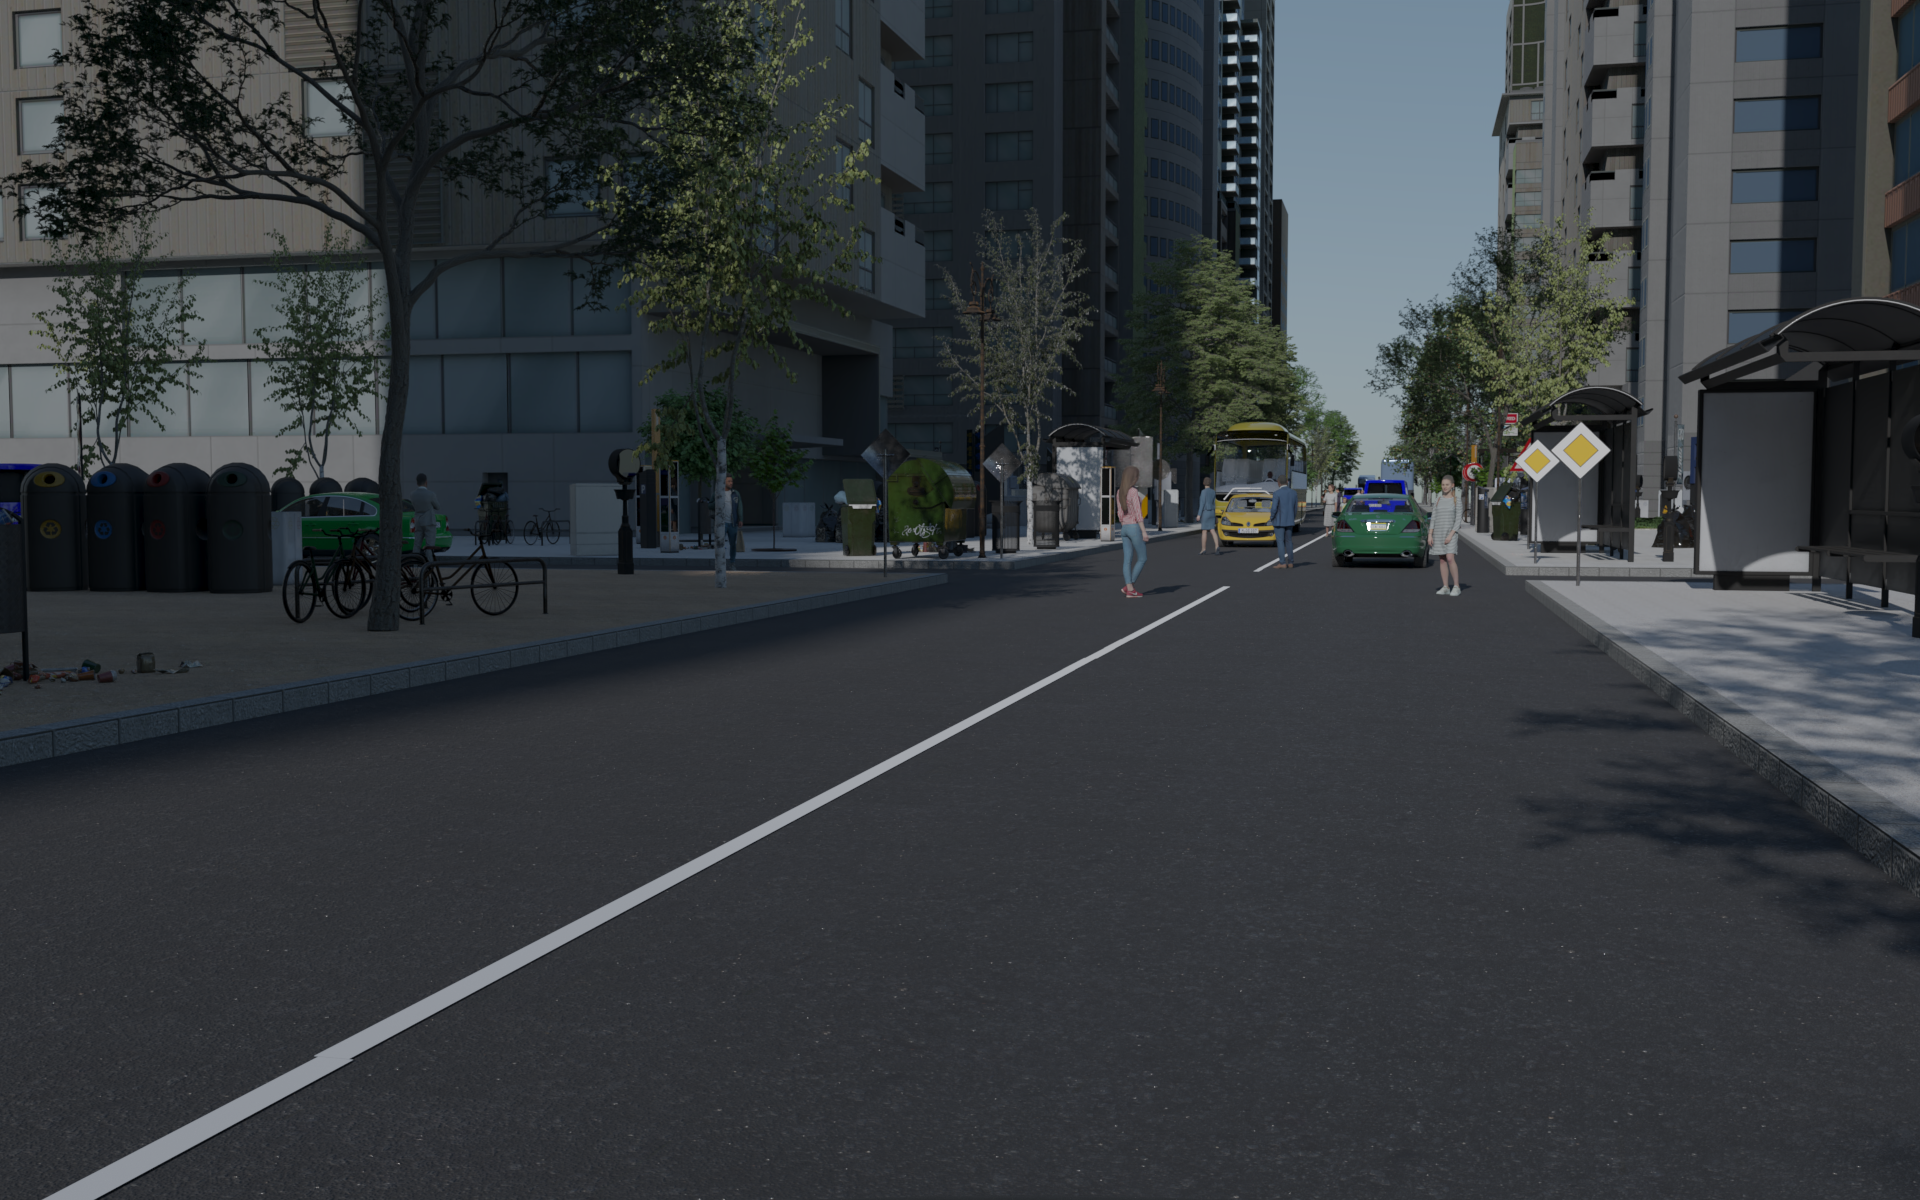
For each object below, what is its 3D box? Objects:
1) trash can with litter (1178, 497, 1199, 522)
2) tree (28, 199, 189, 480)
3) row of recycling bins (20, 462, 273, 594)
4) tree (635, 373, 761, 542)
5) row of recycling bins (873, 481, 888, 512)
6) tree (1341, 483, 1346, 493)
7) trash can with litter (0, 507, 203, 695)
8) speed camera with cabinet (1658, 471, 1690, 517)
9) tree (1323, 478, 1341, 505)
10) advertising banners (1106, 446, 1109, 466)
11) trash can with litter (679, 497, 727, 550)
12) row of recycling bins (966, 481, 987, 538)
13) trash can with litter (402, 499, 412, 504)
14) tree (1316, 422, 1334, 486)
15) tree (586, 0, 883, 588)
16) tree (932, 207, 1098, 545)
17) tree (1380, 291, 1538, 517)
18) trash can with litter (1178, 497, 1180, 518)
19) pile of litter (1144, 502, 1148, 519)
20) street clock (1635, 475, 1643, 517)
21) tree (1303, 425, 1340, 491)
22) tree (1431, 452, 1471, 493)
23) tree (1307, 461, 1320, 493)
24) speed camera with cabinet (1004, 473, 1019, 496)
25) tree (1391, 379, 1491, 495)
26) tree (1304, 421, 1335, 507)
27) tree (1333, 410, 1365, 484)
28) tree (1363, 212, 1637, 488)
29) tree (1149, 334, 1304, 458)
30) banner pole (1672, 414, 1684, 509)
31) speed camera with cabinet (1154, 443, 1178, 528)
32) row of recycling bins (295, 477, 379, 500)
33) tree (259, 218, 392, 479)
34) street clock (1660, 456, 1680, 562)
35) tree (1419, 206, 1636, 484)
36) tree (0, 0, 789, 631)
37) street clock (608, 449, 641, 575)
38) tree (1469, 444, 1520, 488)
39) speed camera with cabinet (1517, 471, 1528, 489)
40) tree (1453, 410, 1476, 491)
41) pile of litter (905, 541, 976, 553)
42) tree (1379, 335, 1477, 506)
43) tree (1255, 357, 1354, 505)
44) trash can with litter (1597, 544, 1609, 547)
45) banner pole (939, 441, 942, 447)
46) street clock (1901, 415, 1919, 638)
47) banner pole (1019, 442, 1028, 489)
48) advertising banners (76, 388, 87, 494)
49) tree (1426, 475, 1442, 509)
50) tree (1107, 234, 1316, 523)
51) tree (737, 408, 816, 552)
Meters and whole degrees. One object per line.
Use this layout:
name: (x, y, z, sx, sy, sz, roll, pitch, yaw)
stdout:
trash can with litter: (10.517, -4.194, 79.626, 1.678, 1.210, 2.233, 0, 4, 6)
tree: (-20.676, -5.627, 42.357, 4.737, 8.622, 4.395, 0, 3, 0)
row of recycling bins: (-10.755, -0.967, 22.923, 3.534, 1.692, 1.069, 1, 4, 10)
tree: (-7.053, -3.862, 46.864, 4.285, 4.588, 4.351, 0, 3, 0)
row of recycling bins: (-2.322, -2.840, 53.551, 1.069, 1.692, 3.534, -3, 5, -40)
tree: (55.274, -15.747, 252.067, 1.663, 3.219, 1.824, 0, 3, 0)
trash can with litter: (-6.227, -0.050, 11.870, 1.678, 1.210, 2.233, 3, 5, 41)
speed camera with cabinet: (27.778, -4.421, 66.620, 0.660, 3.252, 2.038, -1, 4, -17)
tree: (44.785, -13.158, 209.733, 1.663, 3.219, 1.824, 0, 3, 0)
advertising banners: (4.612, -3.908, 60.079, 0.090, 3.025, 2.074, 3, 4, 37)
trash can with litter: (-6.243, -1.793, 40.368, 1.678, 1.210, 2.233, 1, 4, 21)
row of recycling bins: (0.152, -2.749, 52.063, 1.069, 1.692, 3.534, 1, 4, 9)
trash can with litter: (-12.842, -1.735, 39.749, 0.624, 1.170, 1.055, 0, 4, -3)
tree: (17.302, -11.323, 103.257, 7.486, 12.596, 7.792, 0, 3, 0)
tree: (-3.213, -4.487, 23.731, 4.737, 8.622, 4.395, 0, 3, 0)
tree: (1.555, -5.709, 43.700, 4.360, 8.622, 3.978, 0, 3, 0)
tree: (28.251, -10.960, 96.212, 9.611, 12.733, 9.660, 0, 3, 0)
trash can with litter: (11.246, -4.913, 91.718, 0.624, 1.170, 1.055, -1, 4, -12)
pile of litter: (9.762, -4.674, 90.387, 1.719, 0.858, 1.176, 1, 4, 12)
street clock: (25.471, -3.701, 65.079, 0.358, 2.002, 0.471, 3, 4, 36)
tree: (37.595, -14.151, 181.731, 4.737, 8.622, 4.395, 0, 3, 0)
tree: (30.805, -7.568, 107.450, 4.285, 4.588, 4.351, 0, 3, 0)
tree: (28.352, -9.868, 145.052, 4.285, 4.588, 4.351, 0, 3, 0)
speed camera with cabinet: (3.196, -5.725, 87.936, 2.038, 3.252, 0.660, -2, 4, -24)
tree: (45.706, -15.485, 163.547, 12.009, 13.543, 11.850, 0, 3, 0)
tree: (35.741, -13.695, 174.270, 4.360, 8.622, 3.978, 0, 3, 0)
tree: (50.595, -19.250, 232.857, 7.486, 12.596, 7.792, 0, 3, 0)
tree: (17.889, -7.577, 58.295, 8.767, 10.594, 7.601, 0, 4, 4)
tree: (14.527, -9.707, 93.115, 8.767, 10.594, 7.601, -1, 4, -21)
banner pole: (22.659, -3.955, 54.674, 0.863, 3.779, 0.401, -3, 5, -44)
speed camera with cabinet: (7.969, -4.437, 66.879, 0.660, 3.252, 2.038, 0, 4, -4)
row of recycling bins: (-15.888, -2.147, 42.214, 3.534, 1.692, 1.069, -3, 4, -36)
tree: (-17.135, -5.883, 46.552, 4.737, 8.622, 4.395, 0, 3, 0)
street clock: (13.422, -1.724, 32.764, 0.358, 2.002, 0.471, 1, 4, 18)
tree: (15.165, -5.757, 44.497, 4.737, 8.622, 4.395, 0, 3, 0)
tree: (-5.073, -4.987, 15.955, 7.601, 10.594, 8.767, 0, 4, -4)
street clock: (-5.343, -1.410, 27.631, 0.358, 2.002, 0.471, 3, 5, 44)
tree: (20.035, -4.346, 65.659, 1.663, 3.219, 1.824, 0, 3, 0)
speed camera with cabinet: (22.370, -4.647, 70.320, 2.038, 3.252, 0.660, 3, 5, 42)
tree: (38.917, -11.328, 135.573, 4.360, 8.622, 3.978, 0, 3, 0)
pile of litter: (-0.404, -1.485, 38.248, 1.176, 0.858, 1.719, -3, 4, -38)
tree: (52.507, -20.300, 187.799, 12.611, 20.169, 13.585, 0, 3, 0)
tree: (23.700, -12.415, 128.747, 9.928, 11.665, 9.643, 0, 3, 0)
trash can with litter: (15.793, -1.888, 42.250, 0.624, 1.170, 1.055, 2, 4, 35)
banner pole: (-1.022, -5.590, 81.418, 0.401, 3.779, 0.863, 2, 4, 26)
street clock: (8.621, -0.661, 15.371, 0.471, 2.002, 0.358, 0, 4, 4)
banner pole: (3.031, -5.704, 83.274, 0.863, 3.779, 0.401, -3, 5, -42)
advertising banners: (-14.996, -2.042, 29.568, 0.090, 3.025, 2.074, -2, 4, -25)
tree: (40.656, -9.378, 147.927, 1.663, 3.219, 1.824, 0, 3, 0)
tree: (10.521, -9.659, 76.059, 7.486, 12.596, 7.792, 0, 3, 0)
tree: (-4.048, -2.708, 38.871, 1.663, 3.219, 1.824, 0, 3, 0)
